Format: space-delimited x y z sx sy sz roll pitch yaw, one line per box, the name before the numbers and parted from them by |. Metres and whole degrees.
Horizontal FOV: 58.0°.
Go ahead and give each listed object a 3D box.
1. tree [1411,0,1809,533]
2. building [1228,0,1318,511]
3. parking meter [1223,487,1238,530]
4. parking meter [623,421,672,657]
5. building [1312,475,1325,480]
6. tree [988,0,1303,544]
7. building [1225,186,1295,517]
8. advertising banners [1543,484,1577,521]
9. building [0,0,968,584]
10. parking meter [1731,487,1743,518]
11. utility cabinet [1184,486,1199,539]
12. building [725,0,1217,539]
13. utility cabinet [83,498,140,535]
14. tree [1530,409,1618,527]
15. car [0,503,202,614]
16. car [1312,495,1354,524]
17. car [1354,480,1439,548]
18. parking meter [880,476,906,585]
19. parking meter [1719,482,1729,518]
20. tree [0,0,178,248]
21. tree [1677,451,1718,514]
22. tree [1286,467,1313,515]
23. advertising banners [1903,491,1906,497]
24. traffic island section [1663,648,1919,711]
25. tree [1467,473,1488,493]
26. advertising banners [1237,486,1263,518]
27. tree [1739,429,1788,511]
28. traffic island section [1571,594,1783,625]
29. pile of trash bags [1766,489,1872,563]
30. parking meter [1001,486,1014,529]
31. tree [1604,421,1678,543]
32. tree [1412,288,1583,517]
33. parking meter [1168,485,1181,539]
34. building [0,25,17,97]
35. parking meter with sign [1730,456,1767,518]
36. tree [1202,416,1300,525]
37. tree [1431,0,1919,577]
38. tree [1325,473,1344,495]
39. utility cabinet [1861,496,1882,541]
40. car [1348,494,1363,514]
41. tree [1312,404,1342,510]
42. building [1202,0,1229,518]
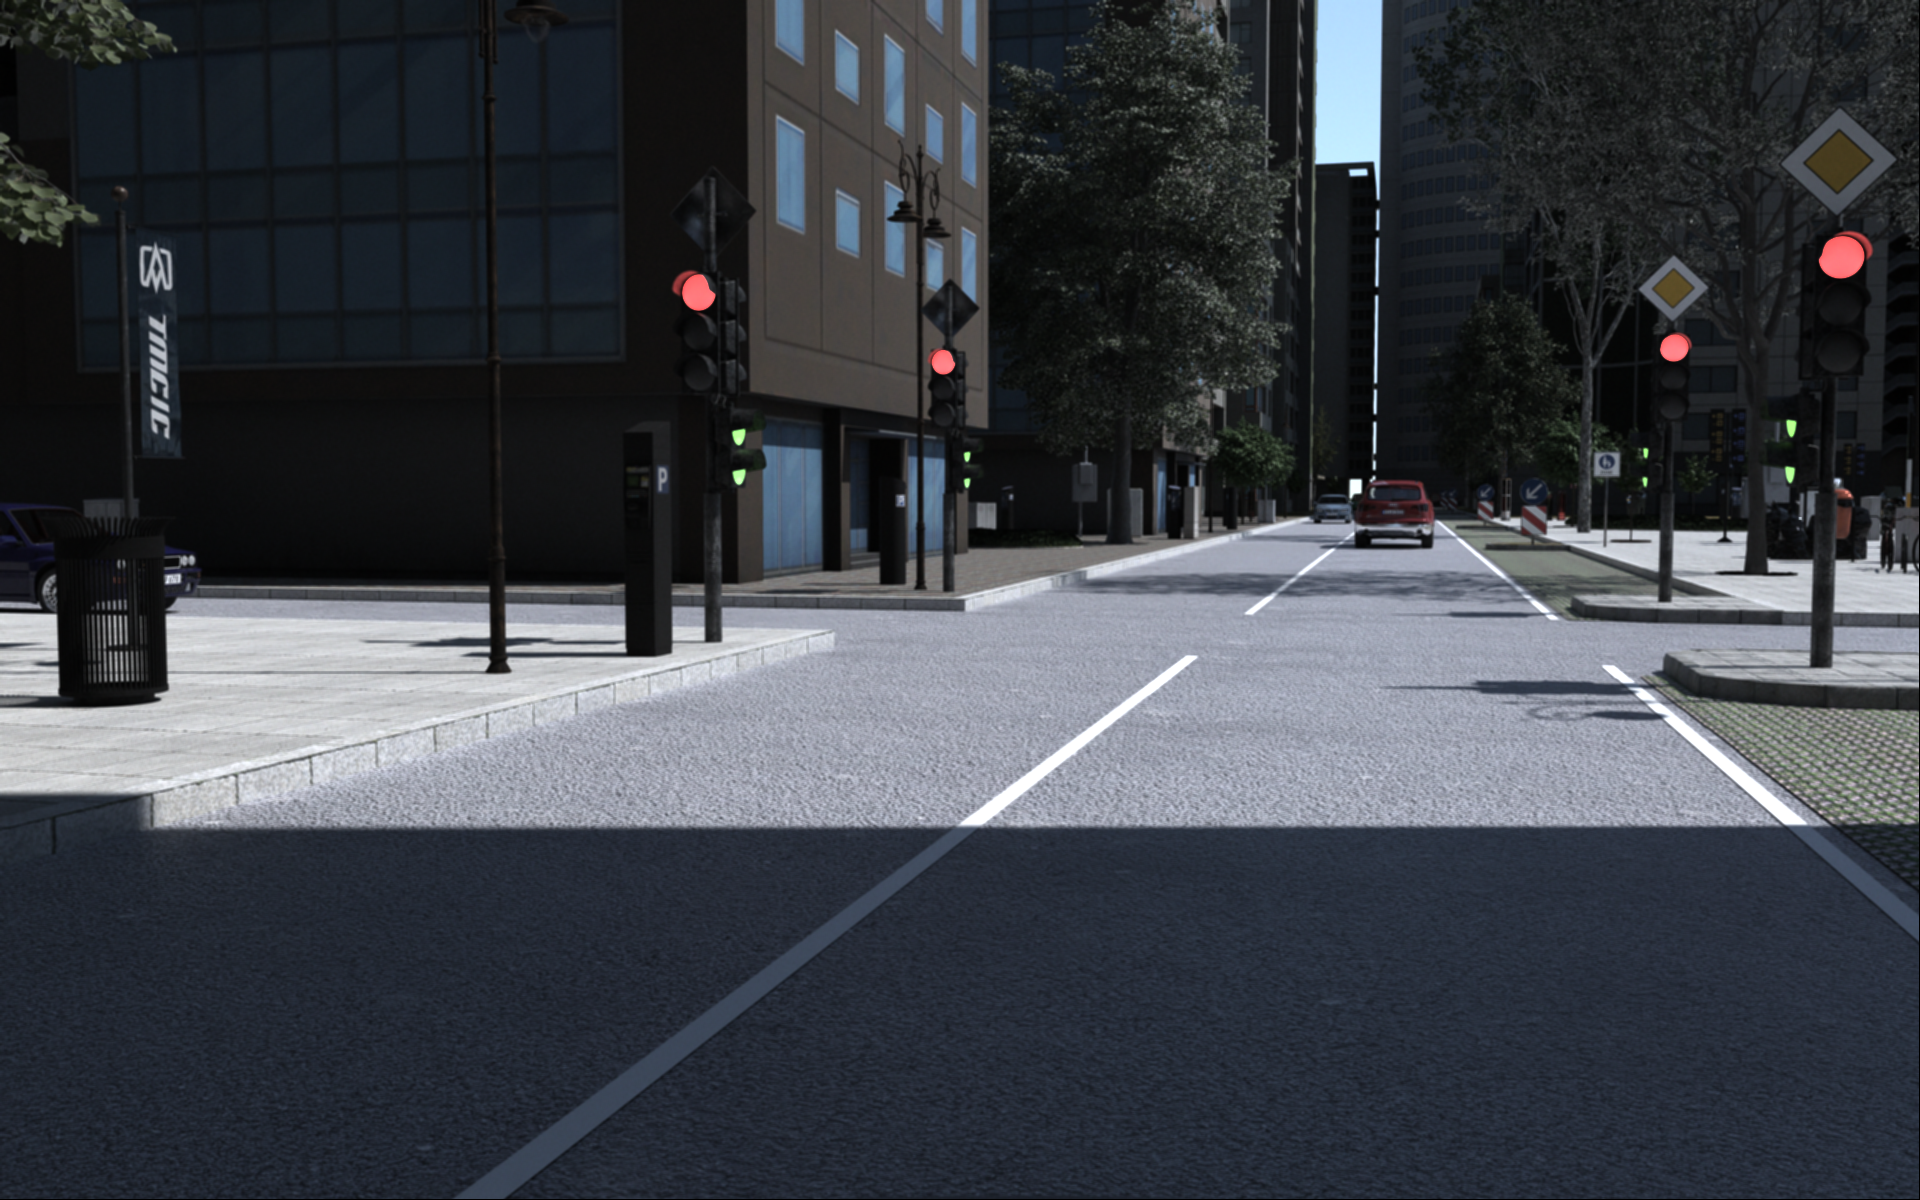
tree | 21.988 -12.251 56.187 12.611 20.169 13.585 0 3 0
building | 19.693 -27.469 132.718 14.154 41.232 14.086 1 4 14
parking meter | 9.813 -3.305 62.450 0.372 1.533 0.369 0 3 0
parking meter | -2.480 -0.492 13.756 0.255 1.863 0.399 1 4 15
building | 19.064 -31.001 161.496 28.867 44.769 22.147 1 4 14
tree | 4.139 -8.422 44.351 9.857 13.997 8.962 0 3 0
building | 7.080 -16.473 114.377 27.650 21.520 28.899 1 4 14
advertising banners | 29.174 -5.372 84.025 2.074 3.025 0.090 -1 4 -20
building | -7.835 -23.319 31.385 14.600 45.320 14.200 1 4 14
parking meter | 28.696 -3.400 64.001 0.372 1.533 0.369 0 3 0
utility cabinet | 6.620 -2.507 49.664 0.318 1.500 1.173 1 4 14
building | 1.319 -25.108 60.622 14.600 45.320 14.200 1 4 14
utility cabinet | -12.483 -0.876 25.485 1.020 1.237 0.306 2 4 35
tree | 23.747 -5.094 66.997 4.285 4.588 4.351 0 3 0
car | -11.224 -0.501 20.774 3.894 1.354 1.945 1 4 13
car | 18.466 -4.507 85.685 2.014 1.417 4.499 1 4 14
car | 11.931 -2.370 47.421 2.281 1.827 5.304 1 4 16
parking meter | -0.955 -0.990 24.590 0.372 1.533 0.369 0 3 0
parking meter | 35.971 -4.640 81.568 0.399 1.863 0.255 2 4 35
tree | -6.041 -5.369 5.914 7.486 12.596 7.792 0 3 0
tree | 32.484 -5.029 76.820 1.663 3.219 1.824 0 3 0
tree | 20.872 -6.938 108.045 1.663 3.219 1.824 0 3 0
advertising banners | 42.950 -5.041 78.610 0.090 3.025 2.074 2 4 33
traffic island section | 6.405 0.578 12.839 2.009 0.180 2.903 1 4 14
tree | 38.214 -8.156 127.945 1.663 3.219 1.824 0 3 0
advertising banners | 15.783 -5.974 93.866 0.090 3.025 2.074 -2 4 -35
tree | 39.580 -6.138 84.070 4.285 4.588 4.351 0 3 0
traffic island section | 8.394 0.104 20.573 2.009 0.180 2.903 1 4 14
pile of trash bags | 16.808 -1.476 33.884 1.912 1.369 3.447 1 4 12
parking meter | 1.453 -2.728 53.015 0.372 1.533 0.369 0 3 0
tree | 17.871 -3.141 45.951 1.663 3.219 1.824 0 3 0
tree | 30.308 -11.005 96.943 9.611 12.733 9.660 0 3 0
parking meter | 6.126 -2.510 49.448 0.372 1.533 0.369 0 3 0
building | -21.461 -16.074 34.515 14.107 30.474 14.160 1 4 14
parking meter with sign | 36.142 -5.069 79.147 1.738 3.016 0.543 0 4 6
tree | 11.792 -5.423 72.380 4.285 4.588 4.351 0 3 0
tree | 12.586 -7.146 27.207 12.009 13.543 11.850 0 3 0
tree | 34.209 -10.025 158.505 1.663 3.219 1.824 0 3 0
utility cabinet | 25.266 -2.258 48.086 0.306 1.237 1.020 1 4 14
car | 29.674 -7.282 127.854 1.959 1.807 4.718 1 4 13
tree | 29.082 -11.709 141.808 4.737 8.622 4.395 0 3 0
building | 1.759 -28.342 87.101 21.300 48.544 21.600 1 4 14
